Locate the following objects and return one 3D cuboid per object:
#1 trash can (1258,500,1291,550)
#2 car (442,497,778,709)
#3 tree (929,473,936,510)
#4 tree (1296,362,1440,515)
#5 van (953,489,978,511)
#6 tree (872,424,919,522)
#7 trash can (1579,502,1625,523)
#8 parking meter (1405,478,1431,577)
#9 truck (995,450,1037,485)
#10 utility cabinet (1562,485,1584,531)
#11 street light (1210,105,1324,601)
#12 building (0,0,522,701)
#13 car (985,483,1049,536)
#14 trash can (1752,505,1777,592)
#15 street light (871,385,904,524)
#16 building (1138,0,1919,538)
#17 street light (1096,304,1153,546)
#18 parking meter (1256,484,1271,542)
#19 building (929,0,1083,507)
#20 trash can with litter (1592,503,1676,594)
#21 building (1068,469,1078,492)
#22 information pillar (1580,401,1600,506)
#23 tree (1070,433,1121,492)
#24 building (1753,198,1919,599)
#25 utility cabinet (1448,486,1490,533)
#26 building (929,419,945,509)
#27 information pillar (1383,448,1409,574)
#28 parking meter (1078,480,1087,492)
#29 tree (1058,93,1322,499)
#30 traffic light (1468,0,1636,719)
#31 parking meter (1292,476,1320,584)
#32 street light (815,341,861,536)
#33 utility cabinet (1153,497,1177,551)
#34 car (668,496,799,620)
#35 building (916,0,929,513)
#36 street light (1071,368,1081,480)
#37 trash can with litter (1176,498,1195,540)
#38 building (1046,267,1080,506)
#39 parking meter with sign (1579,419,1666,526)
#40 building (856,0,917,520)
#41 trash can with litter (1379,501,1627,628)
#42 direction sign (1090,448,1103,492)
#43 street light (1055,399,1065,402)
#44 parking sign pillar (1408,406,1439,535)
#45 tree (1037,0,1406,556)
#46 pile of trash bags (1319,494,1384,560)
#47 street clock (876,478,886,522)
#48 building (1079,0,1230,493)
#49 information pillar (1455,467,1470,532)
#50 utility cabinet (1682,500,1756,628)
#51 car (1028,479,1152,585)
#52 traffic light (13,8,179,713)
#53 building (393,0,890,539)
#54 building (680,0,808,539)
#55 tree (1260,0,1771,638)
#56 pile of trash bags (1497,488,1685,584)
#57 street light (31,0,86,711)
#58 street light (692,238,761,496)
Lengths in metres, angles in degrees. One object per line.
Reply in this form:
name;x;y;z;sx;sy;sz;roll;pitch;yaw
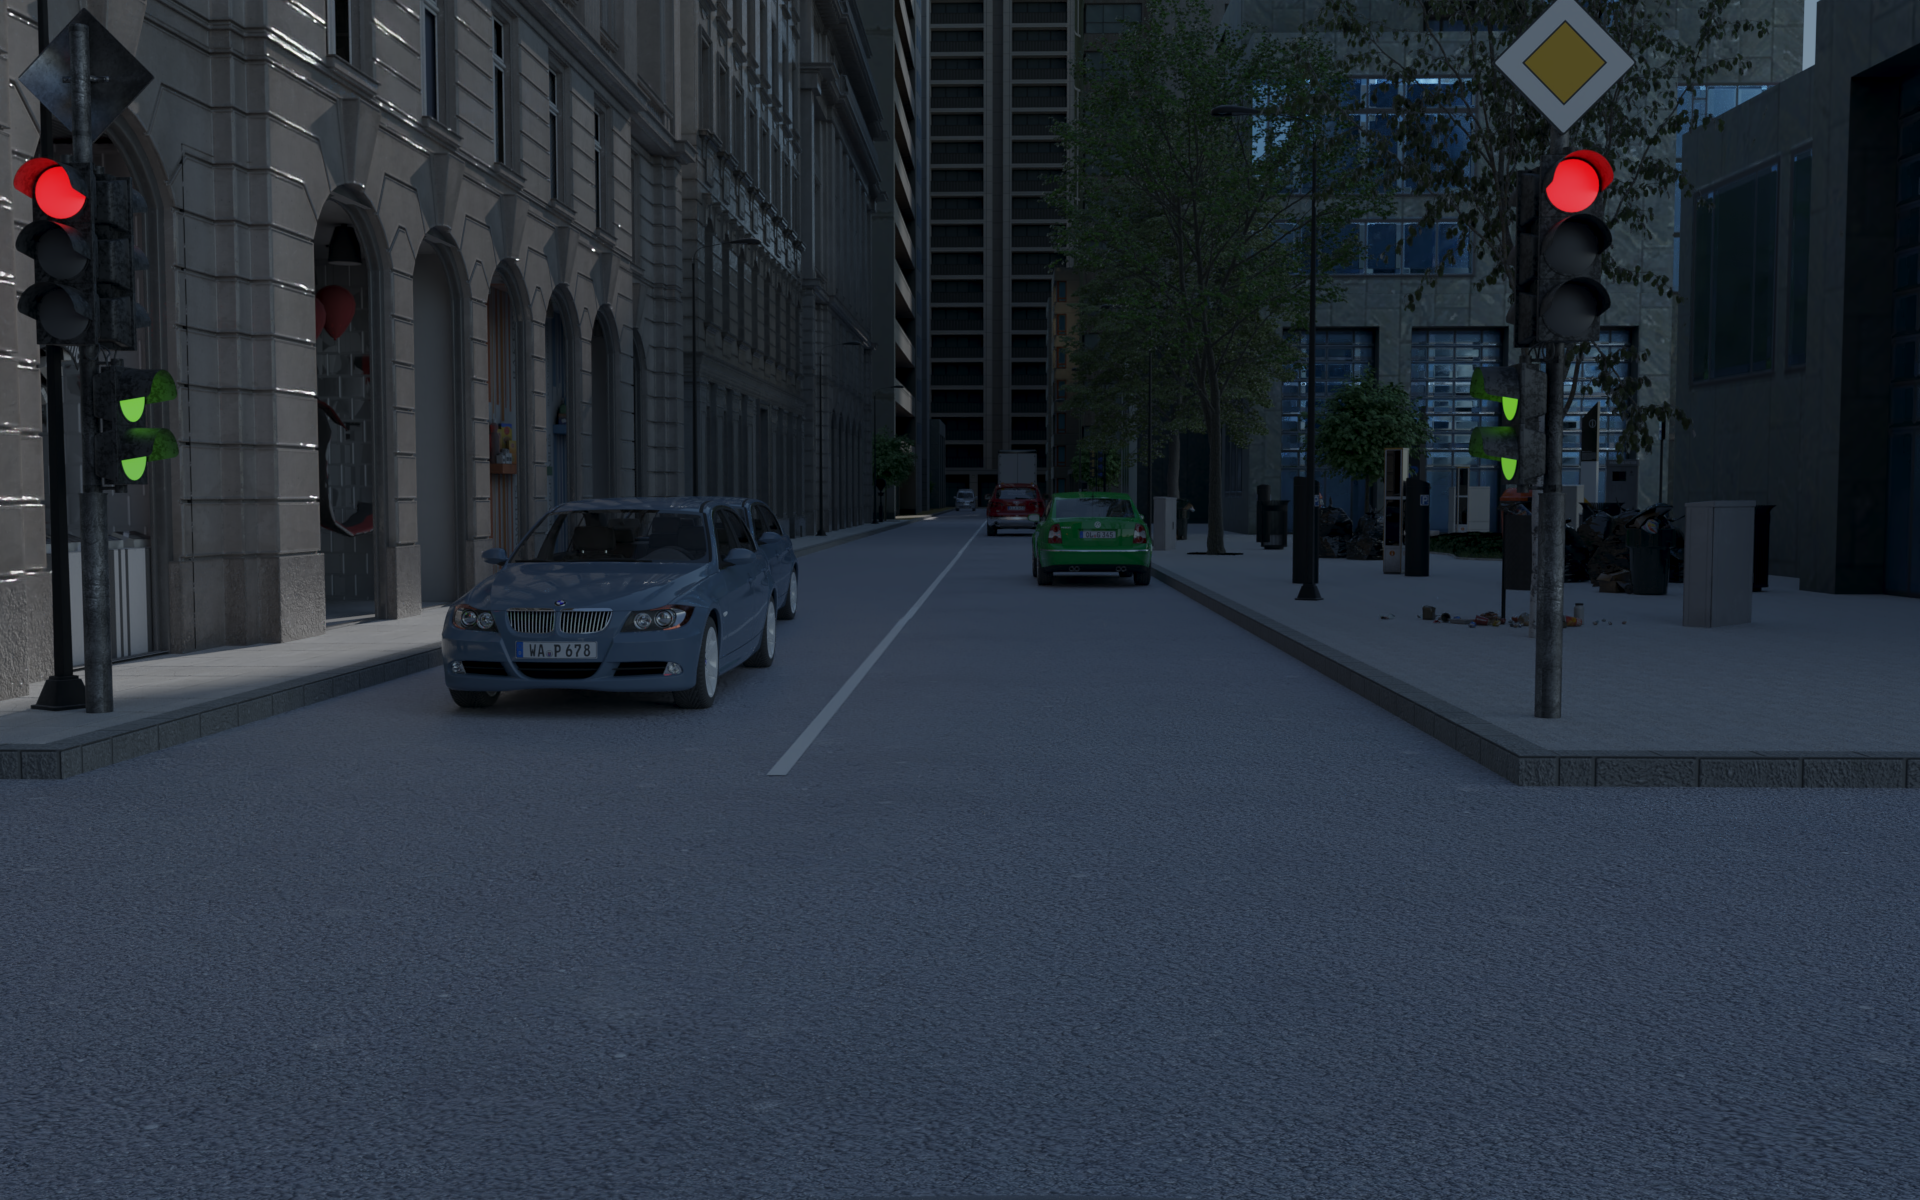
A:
trash can;7.267;-1.737;40.051;0.748;1.137;0.748;0;3;0
car;-2.465;-0.068;13.114;2.014;1.417;4.499;0;4;2
tree;-2.638;-8.781;138.178;1.663;3.219;1.824;0;3;0
tree;10.155;-3.620;42.903;4.285;4.588;4.351;0;3;0
van;0.476;-8.434;144.902;2.013;2.044;4.112;0;4;1
tree;-3.585;-5.979;81.470;4.285;4.588;4.351;0;3;0
trash can;10.886;-1.087;29.419;0.748;1.137;0.748;0;3;0
parking meter;7.132;-1.137;26.995;0.372;1.533;0.369;0;3;0
truck;3.762;-7.761;115.804;2.839;4.237;11.283;0;4;1
utility cabinet;14.150;-1.976;40.984;0.318;1.500;1.173;-3;4;-36
street light;3.693;-2.954;20.844;1.470;5.913;1.316;0;4;2
building;-11.489;-10.986;21.421;13.314;21.916;24.055;0;4;2
car;1.983;-3.168;60.473;2.281;1.827;5.304;0;4;2
trash can;10.347;-0.685;22.855;0.748;1.137;0.748;0;3;0
street light;-3.097;-6.211;74.093;1.470;5.913;1.316;0;4;2
building;18.662;-46.138;67.024;22.319;86.520;31.000;0;4;2
street light;4.116;-4.279;42.509;1.470;5.913;1.316;0;4;2
parking meter;8.065;-2.300;46.013;0.372;1.533;0.369;0;3;0
building;6.812;-45.236;177.862;20.611;71.187;20.563;0;4;2
trash can with litter;8.629;-0.665;22.258;0.624;1.170;1.055;-2;4;-32
building;23.794;-26.139;119.258;32.217;40.220;23.993;0;4;2
information pillar;16.015;-3.221;44.023;0.183;3.616;0.504;-2;4;-33
tree;7.389;-6.652;92.476;4.285;4.588;4.351;0;3;0
building;26.640;-43.152;18.200;31.000;86.520;22.319;0;4;2
utility cabinet;14.882;-2.567;50.656;1.173;1.500;0.318;-1;4;-15
building;-17.195;-51.144;148.873;31.000;86.520;22.319;0;4;2
information pillar;6.984;-1.422;27.749;0.304;2.012;0.304;2;4;33
parking meter;5.235;-4.162;73.758;0.255;1.863;0.399;-2;4;-26
tree;6.570;-8.048;49.712;7.486;12.596;7.792;0;3;0
traffic light;3.363;-1.280;9.850;0.839;4.253;0.868;0;4;2
parking meter;4.965;-1.006;24.854;0.372;1.533;0.369;0;3;0
street light;-3.706;-4.909;52.805;1.470;5.913;1.316;0;4;2
utility cabinet;4.715;-1.750;39.777;0.306;1.237;1.020;1;4;21
car;-2.829;-0.400;18.550;2.014;1.417;4.499;0;4;3
building;-13.272;-35.376;120.389;21.231;58.520;28.212;0;4;2
street light;4.786;-5.578;63.738;1.470;5.913;1.316;0;4;2
trash can with litter;6.009;-2.239;47.996;0.624;1.170;1.055;2;4;34
building;21.417;-18.426;146.310;27.650;21.520;28.899;0;4;2
parking meter with sign;14.709;-2.585;38.534;1.738;3.016;0.543;1;4;17
building;-13.624;-28.877;95.834;21.300;48.544;21.600;0;4;2
trash can with litter;5.333;-0.380;17.270;2.233;1.210;1.678;3;5;39
direction sign;6.626;-5.640;84.214;0.379;3.537;0.876;-3;5;-41
street light;5.353;-6.876;84.971;1.470;5.913;1.316;0;4;2
parking sign pillar;13.810;-3.915;52.486;1.447;3.967;1.447;1;4;22
tree;5.236;-6.760;36.277;9.928;11.665;9.643;0;3;0
pile of trash bags;7.902;-1.558;35.219;1.912;1.369;3.447;-2;4;-24
street clock;-3.576;-4.505;78.228;0.471;2.002;0.358;1;4;12
building;13.912;-20.129;100.811;14.160;30.474;14.107;0;4;2
information pillar;13.630;-2.601;47.024;0.304;2.012;0.304;0;4;5
utility cabinet;7.456;-0.359;17.029;1.020;1.237;0.306;-3;5;-45
car;2.111;-1.207;28.526;1.959;1.807;4.718;0;4;0
traffic light;-5.046;-1.294;10.070;0.839;4.253;0.868;0;4;2
building;-10.035;-13.612;64.356;13.314;21.916;24.055;0;4;2
building;-9.594;-11.871;43.241;9.793;20.994;18.267;0;4;2
tree;4.985;-3.956;15.044;4.360;8.622;3.978;0;3;0
pile of trash bags;8.985;-0.928;24.918;3.447;1.369;1.912;-2;4;-34
street light;-4.837;-2.303;10.201;1.470;5.913;1.316;0;4;2
street light;-4.299;-3.611;31.574;1.470;5.913;1.316;0;4;2
